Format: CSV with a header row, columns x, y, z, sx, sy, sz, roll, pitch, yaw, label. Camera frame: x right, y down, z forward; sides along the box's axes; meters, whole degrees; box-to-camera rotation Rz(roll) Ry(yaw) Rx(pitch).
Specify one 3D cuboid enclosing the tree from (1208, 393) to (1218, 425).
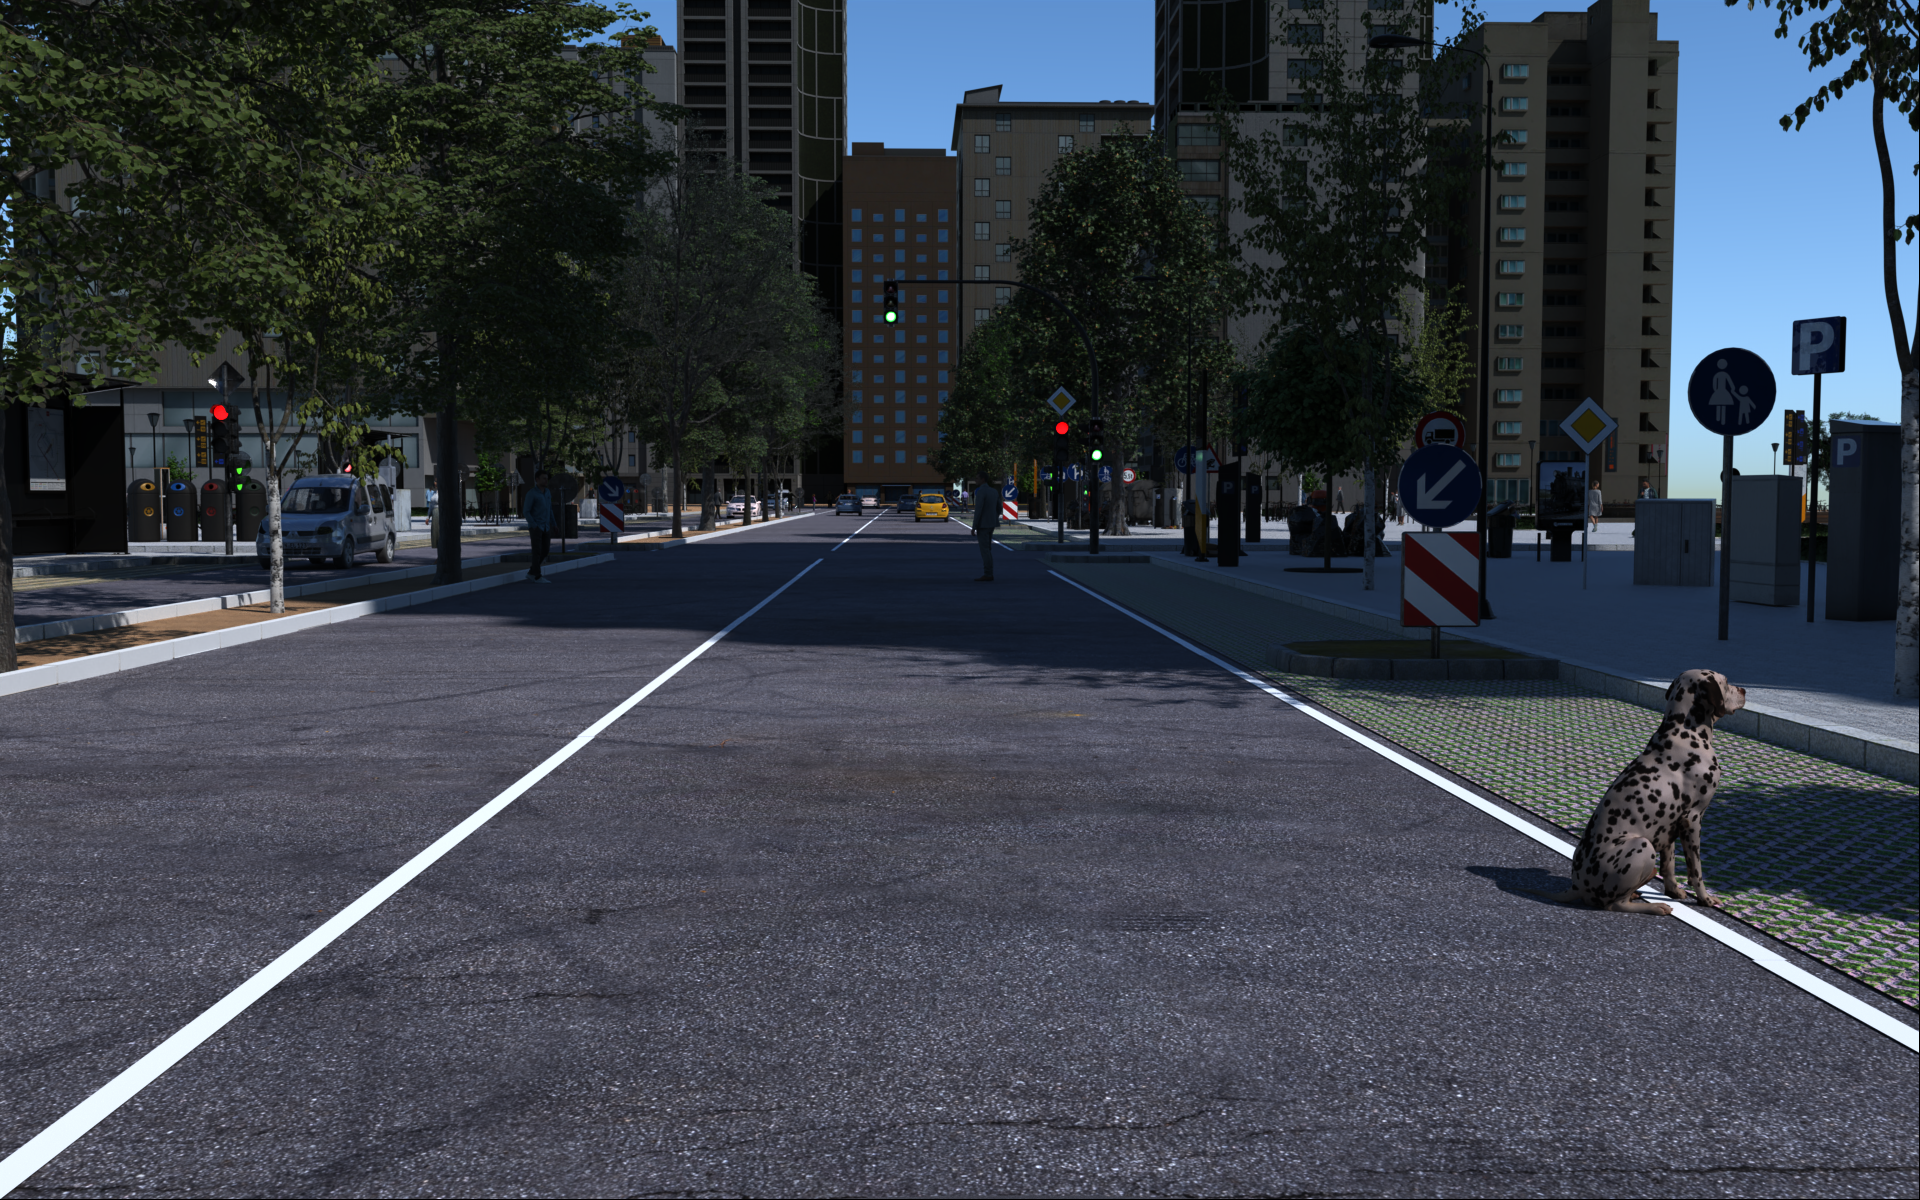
x,y,z,sx,sy,sz,roll,pitch,yaw,label
11.981,-7.341,70.385,4.360,8.622,3.978,0,3,0,tree

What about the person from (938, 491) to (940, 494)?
x,y,z,sx,sy,sz,roll,pitch,yaw,label
-2.294,-10.666,183.440,0.434,1.755,0.990,0,4,-6,person

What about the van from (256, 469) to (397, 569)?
x,y,z,sx,sy,sz,roll,pitch,yaw,label
-12.547,-1.675,34.406,2.013,2.044,4.112,0,4,-2,van

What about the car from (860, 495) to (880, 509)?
x,y,z,sx,sy,sz,roll,pitch,yaw,label
-8.740,-9.494,167.581,2.083,1.381,4.827,0,4,0,car

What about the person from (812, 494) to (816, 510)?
x,y,z,sx,sy,sz,roll,pitch,yaw,label
-12.699,-8.539,151.328,0.599,1.433,0.991,-2,4,-23,person

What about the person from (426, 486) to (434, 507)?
x,y,z,sx,sy,sz,roll,pitch,yaw,label
-35.186,-6.644,114.931,0.793,1.790,0.793,2,4,26,person

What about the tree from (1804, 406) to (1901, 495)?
x,y,z,sx,sy,sz,roll,pitch,yaw,label
58.872,-9.028,110.517,11.467,7.101,20.602,0,4,-3,tree

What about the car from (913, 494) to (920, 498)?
x,y,z,sx,sy,sz,roll,pitch,yaw,label
-4.339,-9.871,171.183,2.009,1.686,4.222,0,4,0,car

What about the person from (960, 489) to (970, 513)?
x,y,z,sx,sy,sz,roll,pitch,yaw,label
0.375,-7.583,132.345,0.709,1.838,0.599,0,4,2,person

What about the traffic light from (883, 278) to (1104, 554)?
x,y,z,sx,sy,sz,roll,pitch,yaw,label
0.760,-3.800,36.803,4.771,5.953,1.251,0,4,-2,traffic light

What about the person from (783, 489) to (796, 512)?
x,y,z,sx,sy,sz,roll,pitch,yaw,label
-13.731,-8.079,140.228,1.348,1.869,0.705,1,4,12,person

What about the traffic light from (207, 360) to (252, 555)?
x,y,z,sx,sy,sz,roll,pitch,yaw,label
-15.404,-2.906,36.440,0.839,4.253,0.868,0,4,-2,traffic light

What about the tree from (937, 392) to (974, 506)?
x,y,z,sx,sy,sz,roll,pitch,yaw,label
0.941,-16.163,182.384,7.486,12.596,7.792,0,3,0,tree

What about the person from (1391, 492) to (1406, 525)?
x,y,z,sx,sy,sz,roll,pitch,yaw,label
17.967,-3.929,70.855,0.524,1.755,0.480,-1,4,-23,person

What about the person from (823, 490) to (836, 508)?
x,y,z,sx,sy,sz,roll,pitch,yaw,label
-13.611,-10.528,180.728,1.348,1.812,0.705,0,4,3,person

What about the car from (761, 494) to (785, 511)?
x,y,z,sx,sy,sz,roll,pitch,yaw,label
-16.251,-8.470,150.480,2.014,1.417,4.499,0,4,-1,car

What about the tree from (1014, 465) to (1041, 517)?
x,y,z,sx,sy,sz,roll,pitch,yaw,label
3.872,-6.205,96.057,1.663,3.219,1.824,0,3,0,tree

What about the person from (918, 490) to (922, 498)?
x,y,z,sx,sy,sz,roll,pitch,yaw,label
-3.062,-7.924,138.847,0.721,1.735,1.217,-2,4,-24,person

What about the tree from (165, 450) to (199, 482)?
x,y,z,sx,sy,sz,roll,pitch,yaw,label
-34.984,-5.034,76.908,1.663,3.219,1.824,0,3,0,tree

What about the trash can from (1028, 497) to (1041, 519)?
x,y,z,sx,sy,sz,roll,pitch,yaw,label
3.776,-4.663,87.899,0.748,1.137,0.748,0,3,0,trash can

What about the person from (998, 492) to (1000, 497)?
x,y,z,sx,sy,sz,roll,pitch,yaw,label
4.421,-11.711,201.445,0.415,1.643,0.593,0,4,-1,person

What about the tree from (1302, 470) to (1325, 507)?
x,y,z,sx,sy,sz,roll,pitch,yaw,label
22.759,-7.249,113.124,1.663,3.219,1.824,0,3,0,tree

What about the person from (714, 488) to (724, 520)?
x,y,z,sx,sy,sz,roll,pitch,yaw,label
-13.601,-5.437,97.792,0.661,1.777,0.834,2,4,32,person

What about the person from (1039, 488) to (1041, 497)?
x,y,z,sx,sy,sz,roll,pitch,yaw,label
6.832,-8.482,144.747,0.705,1.821,1.348,-1,4,-17,person

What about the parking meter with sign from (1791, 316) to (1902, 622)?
x,y,z,sx,sy,sz,roll,pitch,yaw,label
9.266,-1.306,17.612,1.738,3.016,0.543,-2,4,-25,parking meter with sign

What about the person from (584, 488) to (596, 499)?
x,y,z,sx,sy,sz,roll,pitch,yaw,label
-26.116,-7.069,122.335,1.217,1.743,0.721,2,4,32,person

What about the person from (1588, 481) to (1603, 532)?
x,y,z,sx,sy,sz,roll,pitch,yaw,label
21.393,-3.150,58.293,0.466,1.731,0.760,0,4,4,person

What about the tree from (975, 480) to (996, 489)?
x,y,z,sx,sy,sz,roll,pitch,yaw,label
2.052,-8.782,138.190,1.663,3.219,1.824,0,3,0,tree

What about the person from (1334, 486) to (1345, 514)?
x,y,z,sx,sy,sz,roll,pitch,yaw,label
24.447,-6.437,111.682,0.834,1.777,0.661,-1,4,-10,person

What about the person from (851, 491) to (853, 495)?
x,y,z,sx,sy,sz,roll,pitch,yaw,label
-11.197,-10.364,178.889,0.756,1.711,0.436,-3,4,-36,person

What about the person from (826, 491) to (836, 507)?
x,y,z,sx,sy,sz,roll,pitch,yaw,label
-13.866,-10.790,185.638,1.217,1.735,0.721,0,4,1,person

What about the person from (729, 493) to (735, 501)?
x,y,z,sx,sy,sz,roll,pitch,yaw,label
-24.207,-10.736,184.764,0.799,1.438,0.628,-2,4,-30,person

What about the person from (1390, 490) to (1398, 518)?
x,y,z,sx,sy,sz,roll,pitch,yaw,label
23.487,-5.179,93.318,0.523,1.515,0.503,-2,4,-35,person

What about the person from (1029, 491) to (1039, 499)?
x,y,z,sx,sy,sz,roll,pitch,yaw,label
7.461,-10.395,176.831,1.217,1.723,0.721,0,4,8,person

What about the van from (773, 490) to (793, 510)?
x,y,z,sx,sy,sz,roll,pitch,yaw,label
-16.247,-9.253,158.298,2.013,2.044,4.112,0,4,-4,van

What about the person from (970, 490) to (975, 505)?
x,y,z,sx,sy,sz,roll,pitch,yaw,label
1.370,-11.483,194.245,0.568,1.767,0.683,-1,4,-14,person

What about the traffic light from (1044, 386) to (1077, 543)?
x,y,z,sx,sy,sz,roll,pitch,yaw,label
2.607,-3.429,44.988,0.839,4.253,0.868,0,4,-2,traffic light

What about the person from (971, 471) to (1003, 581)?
x,y,z,sx,sy,sz,roll,pitch,yaw,label
0.424,-1.220,28.540,0.391,1.810,0.635,2,4,24,person

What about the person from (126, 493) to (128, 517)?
x,y,z,sx,sy,sz,roll,pitch,yaw,label
-34.807,-4.021,72.465,0.598,1.740,0.731,1,4,19,person

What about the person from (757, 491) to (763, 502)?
x,y,z,sx,sy,sz,roll,pitch,yaw,label
-22.956,-11.799,201.437,1.348,1.821,0.705,-1,4,-12,person

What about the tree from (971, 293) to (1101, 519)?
x,y,z,sx,sy,sz,roll,pitch,yaw,label
4.168,-10.027,89.693,9.928,11.665,9.643,0,3,0,tree

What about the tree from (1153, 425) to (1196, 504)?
x,y,z,sx,sy,sz,roll,pitch,yaw,label
13.649,-9.552,106.534,4.360,8.622,3.978,0,3,0,tree

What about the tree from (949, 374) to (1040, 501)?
x,y,z,sx,sy,sz,roll,pitch,yaw,label
3.417,-13.216,122.734,9.857,13.997,8.962,0,3,0,tree

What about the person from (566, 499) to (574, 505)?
x,y,z,sx,sy,sz,roll,pitch,yaw,label
-20.423,-5.152,90.377,0.635,1.810,0.391,0,4,3,person

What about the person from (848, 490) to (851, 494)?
x,y,z,sx,sy,sz,roll,pitch,yaw,label
-8.155,-7.273,127.961,0.434,1.755,0.990,-2,4,-27,person

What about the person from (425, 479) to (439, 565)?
x,y,z,sx,sy,sz,roll,pitch,yaw,label
-10.469,-1.610,35.052,0.478,1.798,0.641,3,5,44,person

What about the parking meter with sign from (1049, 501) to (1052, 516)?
x,y,z,sx,sy,sz,roll,pitch,yaw,label
6.011,-6.384,100.631,1.738,3.016,0.543,0,4,4,parking meter with sign

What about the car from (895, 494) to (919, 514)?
x,y,z,sx,sy,sz,roll,pitch,yaw,label
-3.754,-7.061,127.443,2.014,1.417,4.499,0,4,-2,car

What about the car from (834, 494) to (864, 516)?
x,y,z,sx,sy,sz,roll,pitch,yaw,label
-7.397,-6.324,115.396,2.014,1.417,4.499,0,4,-3,car

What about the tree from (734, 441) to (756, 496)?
x,y,z,sx,sy,sz,roll,pitch,yaw,label
-21.729,-13.384,169.183,4.737,8.622,4.395,0,3,0,tree

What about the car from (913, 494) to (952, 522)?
x,y,z,sx,sy,sz,roll,pitch,yaw,label
-1.431,-4.805,88.785,2.015,1.641,3.980,0,3,0,car

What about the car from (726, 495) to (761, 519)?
x,y,z,sx,sy,sz,roll,pitch,yaw,label
-12.851,-5.543,102.995,2.083,1.381,4.827,0,4,-4,car

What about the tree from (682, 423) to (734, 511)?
x,y,z,sx,sy,sz,roll,pitch,yaw,label
-20.076,-10.837,127.546,4.737,8.622,4.395,0,3,0,tree

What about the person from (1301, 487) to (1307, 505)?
x,y,z,sx,sy,sz,roll,pitch,yaw,label
23.856,-7.013,120.725,0.654,1.822,0.581,-2,4,-35,person

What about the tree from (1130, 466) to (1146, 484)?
x,y,z,sx,sy,sz,roll,pitch,yaw,label
12.305,-7.666,119.946,1.663,3.219,1.824,0,3,0,tree

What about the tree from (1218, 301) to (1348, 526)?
x,y,z,sx,sy,sz,roll,pitch,yaw,label
12.374,-6.958,64.119,4.360,8.622,3.978,0,3,0,tree

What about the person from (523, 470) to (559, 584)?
x,y,z,sx,sy,sz,roll,pitch,yaw,label
-6.796,-1.183,27.865,0.620,1.820,0.660,1,4,20,person

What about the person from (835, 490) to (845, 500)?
x,y,z,sx,sy,sz,roll,pitch,yaw,label
-9.030,-7.507,131.965,1.217,1.735,0.721,-3,5,-41,person

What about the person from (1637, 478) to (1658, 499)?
x,y,z,sx,sy,sz,roll,pitch,yaw,label
21.949,-2.991,55.297,0.623,1.781,0.721,1,4,20,person
